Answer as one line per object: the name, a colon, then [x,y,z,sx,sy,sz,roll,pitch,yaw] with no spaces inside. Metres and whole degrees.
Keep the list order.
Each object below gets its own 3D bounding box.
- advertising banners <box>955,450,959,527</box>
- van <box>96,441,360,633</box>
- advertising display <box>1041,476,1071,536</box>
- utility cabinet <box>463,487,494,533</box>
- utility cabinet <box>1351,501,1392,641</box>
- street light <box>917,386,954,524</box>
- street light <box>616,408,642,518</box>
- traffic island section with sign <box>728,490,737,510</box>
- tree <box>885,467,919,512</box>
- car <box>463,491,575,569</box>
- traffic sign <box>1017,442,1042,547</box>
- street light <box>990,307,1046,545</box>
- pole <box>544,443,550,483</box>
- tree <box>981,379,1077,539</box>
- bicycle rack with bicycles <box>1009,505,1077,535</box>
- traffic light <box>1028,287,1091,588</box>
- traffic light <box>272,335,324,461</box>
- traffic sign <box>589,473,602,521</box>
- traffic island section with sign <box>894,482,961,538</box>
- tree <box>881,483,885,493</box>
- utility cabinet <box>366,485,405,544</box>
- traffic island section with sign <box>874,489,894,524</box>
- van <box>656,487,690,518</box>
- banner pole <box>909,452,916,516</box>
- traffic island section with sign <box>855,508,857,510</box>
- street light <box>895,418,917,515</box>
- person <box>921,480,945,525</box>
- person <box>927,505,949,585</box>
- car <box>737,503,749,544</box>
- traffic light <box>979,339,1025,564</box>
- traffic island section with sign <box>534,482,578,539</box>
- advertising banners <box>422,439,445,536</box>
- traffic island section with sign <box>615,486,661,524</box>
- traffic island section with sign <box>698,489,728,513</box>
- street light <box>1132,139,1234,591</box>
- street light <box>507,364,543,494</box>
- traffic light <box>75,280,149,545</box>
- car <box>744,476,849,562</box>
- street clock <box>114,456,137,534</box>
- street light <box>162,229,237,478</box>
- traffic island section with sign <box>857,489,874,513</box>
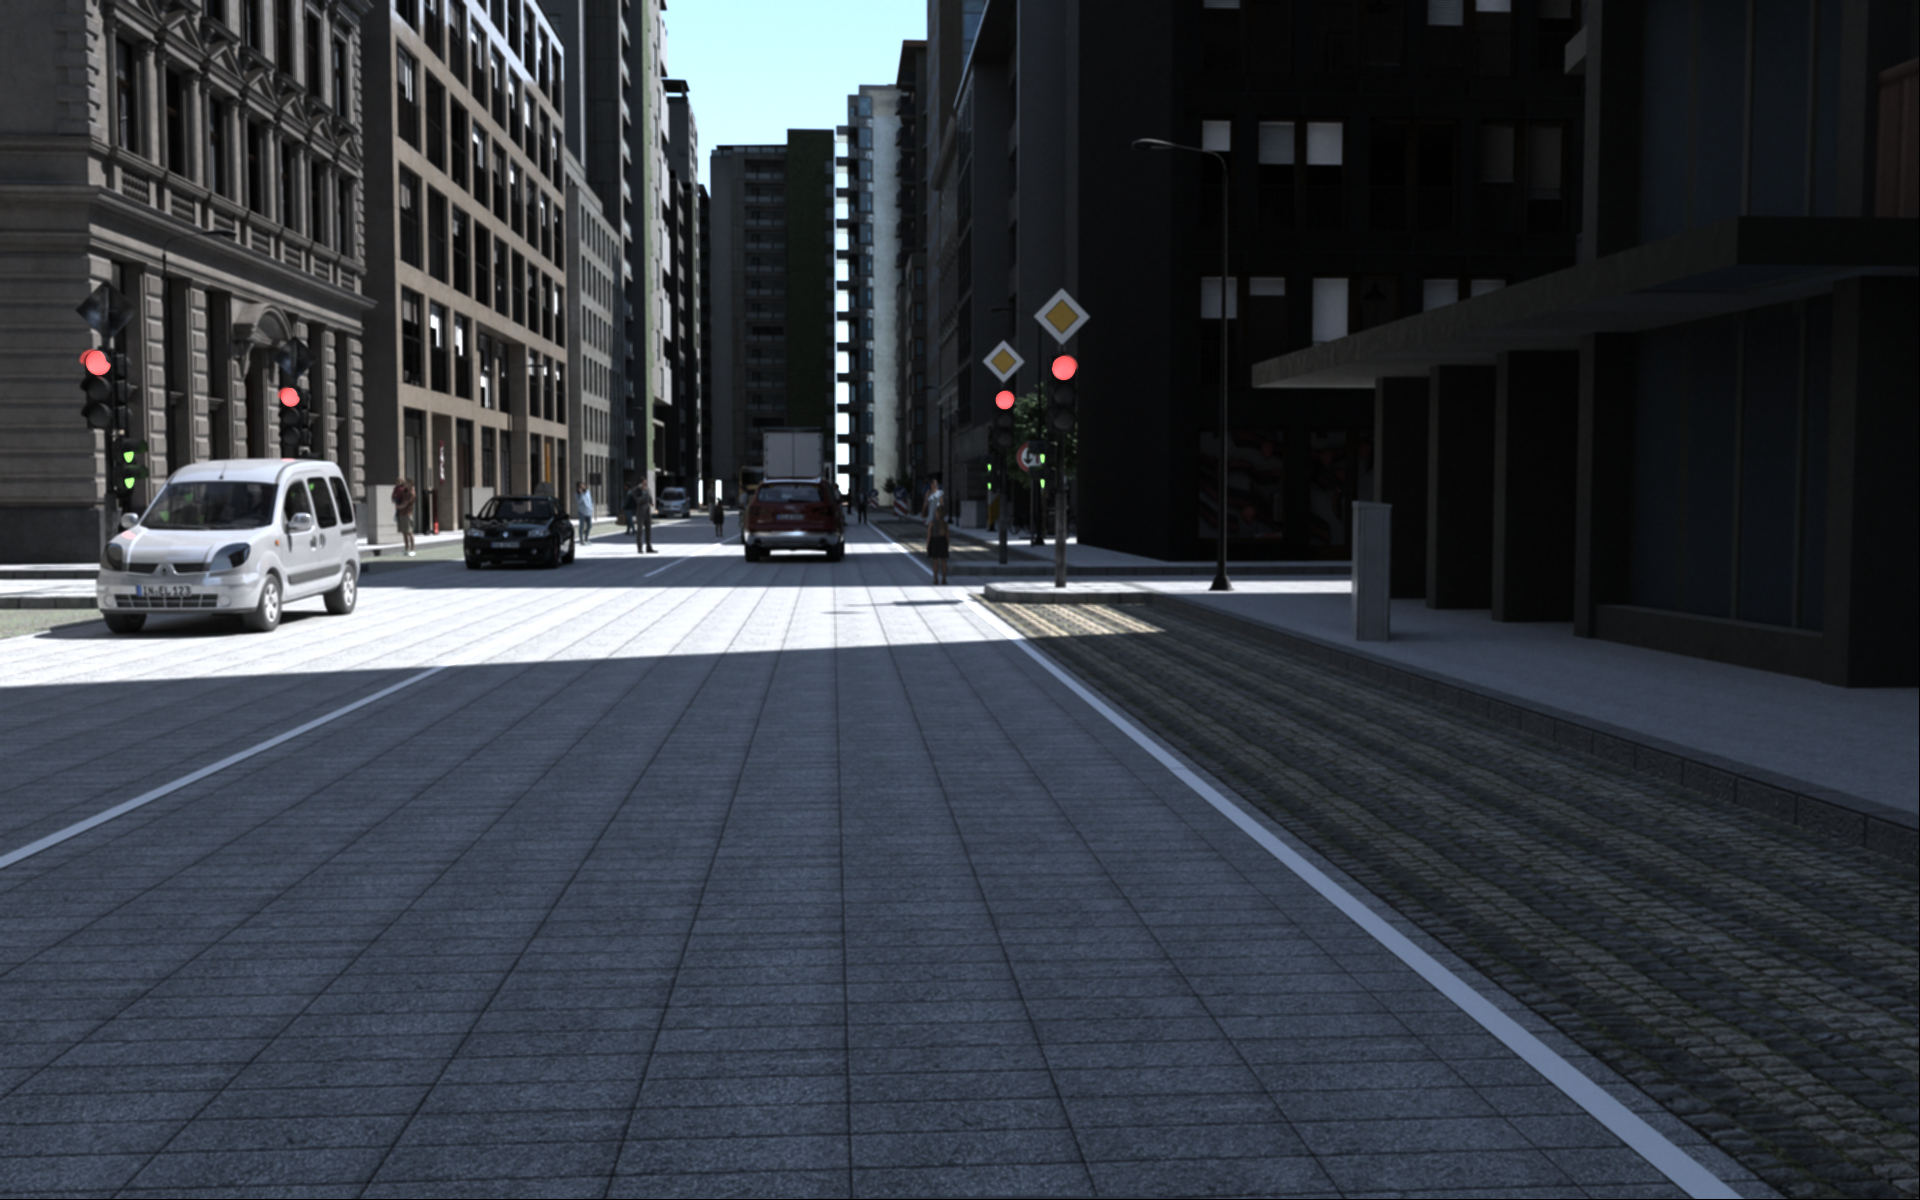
advertising banners: [-0.119,-4.394,68.035,0.090,3.025,2.074,0,4,-2]
van: [-8.031,-0.749,19.253,2.013,2.044,4.112,0,4,-3]
advertising display: [2.915,-2.945,53.365,0.974,1.923,0.123,1,4,9]
utility cabinet: [-15.820,-2.948,56.884,0.318,1.500,1.173,2,4,24]
utility cabinet: [3.696,-0.269,15.556,0.306,1.237,1.020,1,4,10]
street light: [-0.964,-6.239,74.550,1.470,5.913,1.316,0,4,-4]
street light: [-17.802,-7.383,93.255,1.470,5.913,1.316,0,4,-4]
traffic island section with sign: [-21.092,-9.289,160.497,1.989,1.847,2.006,0,4,-4]
tree: [-3.939,-7.884,123.498,1.663,3.219,1.824,0,3,0]
car: [-8.724,-1.508,34.448,2.009,1.686,4.222,0,4,-6]
traffic sign: [1.744,-2.543,41.684,0.768,2.556,0.104,0,4,-1]
street light: [1.442,-4.320,43.178,1.470,5.913,1.316,0,4,-4]
pole: [-16.629,-4.647,69.817,0.158,3.312,0.155,0,3,0]
tree: [2.324,-4.027,49.559,4.285,4.588,4.351,0,3,0]
bicycle rack with bicycles: [2.815,-2.555,55.157,2.925,0.926,2.852,-2,4,-30]
traffic light: [1.363,-2.127,23.690,0.839,4.253,0.868,0,4,-4]
traffic light: [-11.754,-2.556,30.712,0.839,4.253,0.868,0,4,-4]
traffic sign: [-17.432,-4.935,82.811,0.606,2.300,0.079,0,4,3]
traffic island section with sign: [-1.029,-2.932,56.564,1.989,1.847,2.006,0,4,-4]
tree: [-6.605,-10.185,161.127,1.663,3.219,1.824,0,3,0]
utility cabinet: [-14.627,-2.168,44.121,0.318,1.500,1.173,1,4,18]
traffic island section with sign: [-3.017,-4.583,83.552,1.989,1.847,2.006,0,4,-4]
van: [-17.023,-5.878,103.118,2.013,2.044,4.112,0,4,-5]
banner pole: [-2.777,-6.905,102.909,0.401,3.779,0.863,-1,4,-19]
traffic island section with sign: [-8.715,-9.269,160.169,1.989,1.847,2.006,0,4,-4]
street light: [-3.248,-8.170,106.122,1.470,5.913,1.316,0,4,-4]
person: [-0.704,-2.252,45.412,0.616,1.811,0.778,1,4,11]
person: [-0.349,-0.872,27.432,0.362,1.253,0.373,0,4,-8]
car: [-5.527,-2.408,51.164,2.131,1.459,4.920,0,4,-6]
traffic light: [0.772,-2.614,31.653,0.839,4.253,0.868,0,4,-4]
traffic island section with sign: [-13.298,-2.861,55.403,1.989,1.847,2.006,0,4,-4]
advertising banners: [-16.496,-3.558,54.367,0.090,3.025,2.074,0,4,2]
traffic island section with sign: [-15.290,-4.507,82.315,1.989,1.847,2.006,0,4,-4]
traffic island section with sign: [-19.046,-7.604,132.955,1.989,1.847,2.006,0,4,-4]
street light: [2.947,-3.080,22.892,1.470,5.913,1.316,0,4,-4]
street light: [-15.553,-5.464,61.872,1.470,5.913,1.316,0,4,-4]
traffic light: [-11.163,-2.069,22.749,0.839,4.253,0.868,0,4,-4]
car: [-3.598,-1.805,38.191,2.281,1.827,5.304,0,4,-2]
street clock: [-14.886,-1.608,30.853,0.471,2.002,0.358,2,4,29]
street light: [-13.381,-3.544,30.482,1.470,5.913,1.316,0,4,-4]
traffic island section with sign: [-6.720,-7.624,133.287,1.989,1.847,2.006,0,4,-4]
